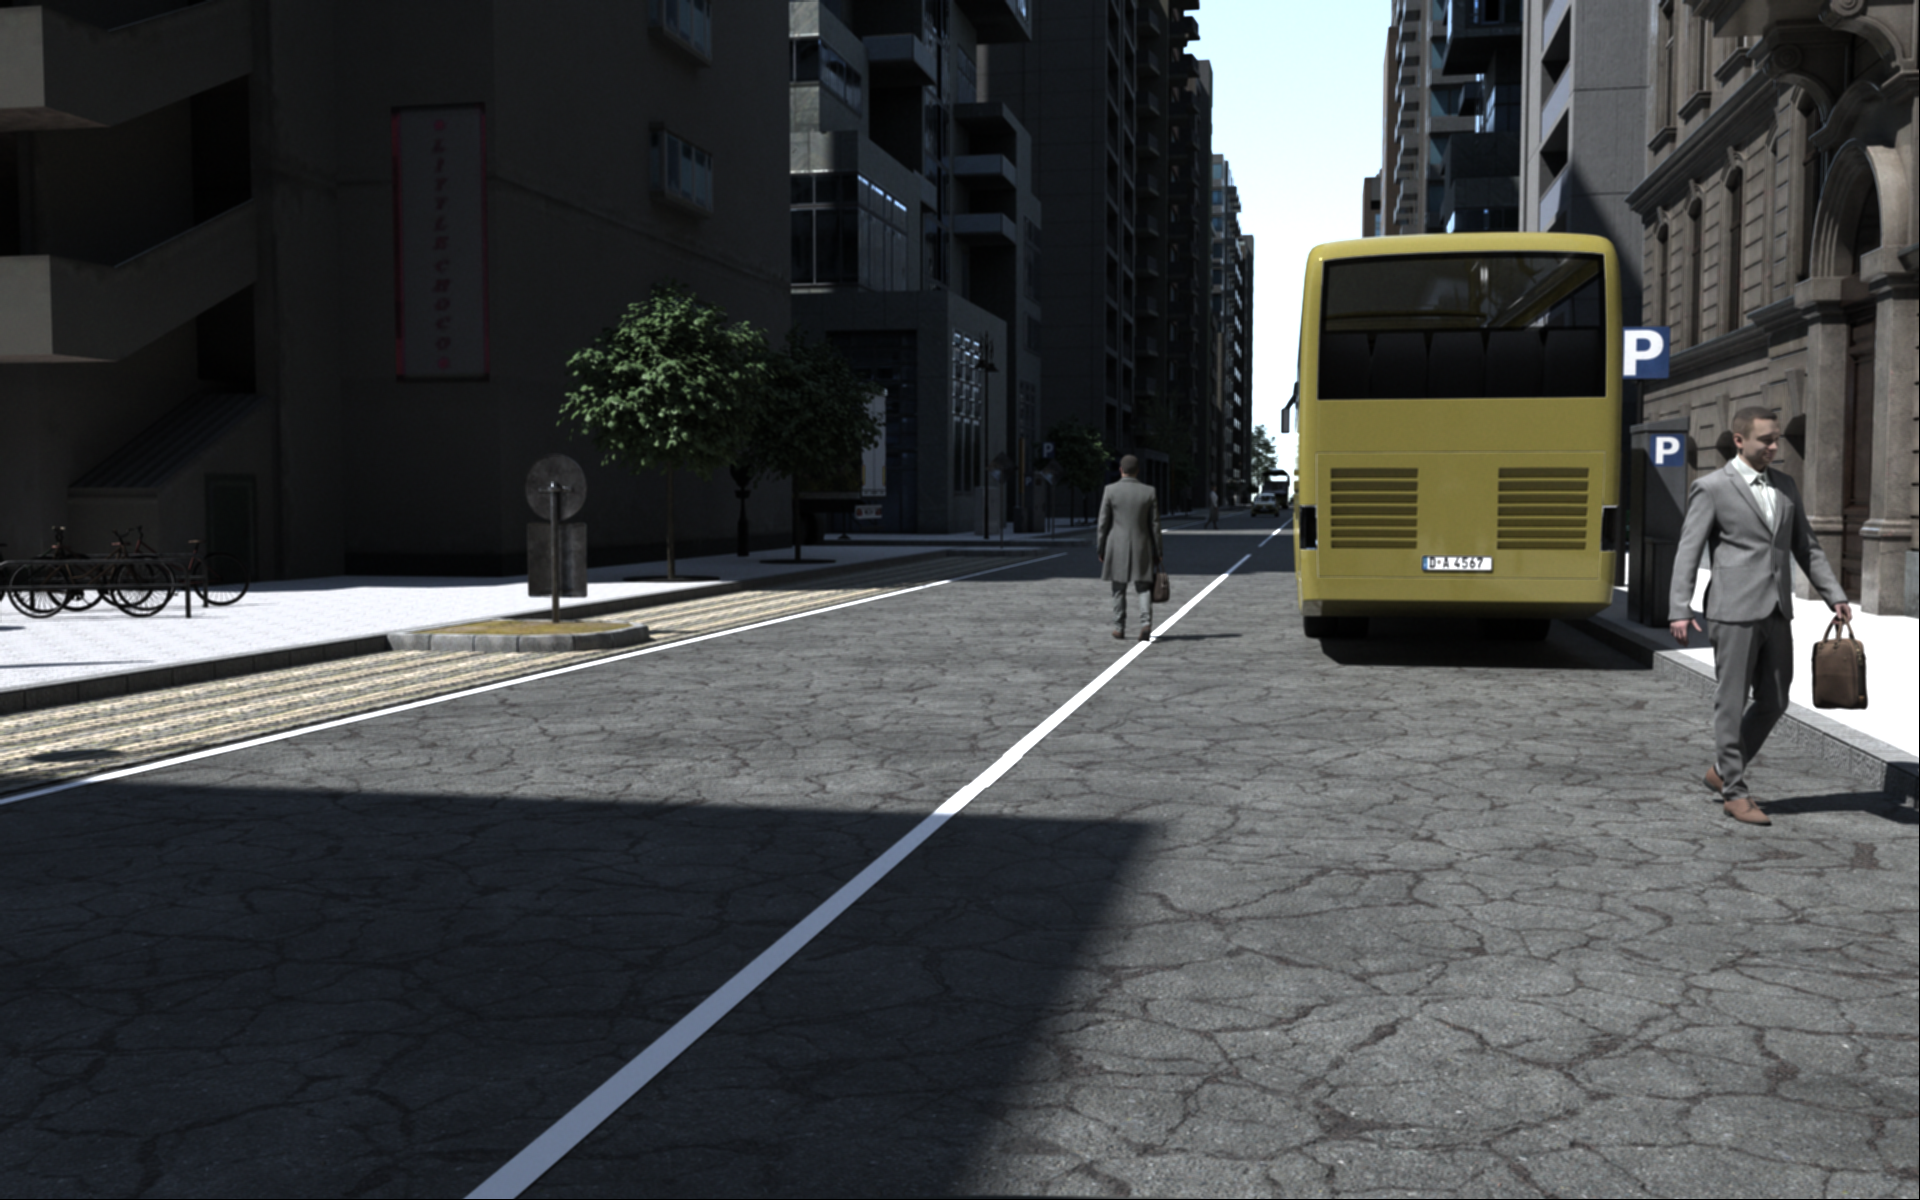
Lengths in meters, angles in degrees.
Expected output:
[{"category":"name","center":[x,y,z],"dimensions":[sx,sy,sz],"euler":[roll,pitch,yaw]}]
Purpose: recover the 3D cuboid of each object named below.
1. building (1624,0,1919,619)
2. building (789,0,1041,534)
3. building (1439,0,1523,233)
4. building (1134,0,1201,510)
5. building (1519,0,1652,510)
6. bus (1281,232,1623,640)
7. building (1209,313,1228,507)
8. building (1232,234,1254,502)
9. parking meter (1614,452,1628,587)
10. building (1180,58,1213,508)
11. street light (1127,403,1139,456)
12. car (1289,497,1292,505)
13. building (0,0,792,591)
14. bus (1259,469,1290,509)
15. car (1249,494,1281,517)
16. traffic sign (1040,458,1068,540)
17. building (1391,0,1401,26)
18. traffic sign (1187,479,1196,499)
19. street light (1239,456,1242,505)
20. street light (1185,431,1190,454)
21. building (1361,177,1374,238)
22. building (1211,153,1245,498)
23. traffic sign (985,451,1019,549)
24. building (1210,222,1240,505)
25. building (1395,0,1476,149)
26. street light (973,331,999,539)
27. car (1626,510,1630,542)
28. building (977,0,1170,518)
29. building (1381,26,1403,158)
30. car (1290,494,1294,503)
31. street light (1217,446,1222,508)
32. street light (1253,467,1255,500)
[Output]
[{"category":"building","center":[15.671,-12.160,17.906],"dimensions":[14.460,24.649,34.723],"euler":[1,4,12]},{"category":"building","center":[-8.157,-46.306,69.776],"dimensions":[22.319,86.520,31.000],"euler":[1,4,12]},{"category":"building","center":[34.472,-47.530,89.791],"dimensions":[22.319,86.520,31.000],"euler":[1,4,12]},{"category":"building","center":[7.563,-29.646,139.342],"dimensions":[22.147,44.769,28.867],"euler":[1,4,12]},{"category":"building","center":[32.462,-31.125,50.893],"dimensions":[28.212,58.520,21.231],"euler":[1,4,12]},{"category":"bus","center":[5.144,-1.737,19.940],"dimensions":[2.896,3.916,12.252],"euler":[1,4,11]},{"category":"building","center":[13.538,-20.659,182.806],"dimensions":[27.650,21.520,28.899],"euler":[1,4,12]},{"category":"building","center":[37.736,-35.655,266.554],"dimensions":[14.154,41.232,14.086],"euler":[1,4,12]},{"category":"parking meter","center":[9.014,-1.120,24.022],"dimensions":[0.399,1.863,0.255],"euler":[3,4,36]},{"category":"building","center":[15.658,-29.117,159.665],"dimensions":[14.154,41.232,14.086],"euler":[1,4,12]},{"category":"street light","center":[8.780,-7.045,87.978],"dimensions":[0.468,5.910,1.993],"euler":[1,4,12]},{"category":"car","center":[40.954,-12.858,219.022],"dimensions":[1.959,1.807,4.718],"euler":[1,4,10]},{"category":"building","center":[-16.450,-24.949,31.614],"dimensions":[21.600,48.544,21.300],"euler":[1,4,12]},{"category":"bus","center":[31.165,-10.961,170.758],"dimensions":[2.896,3.916,12.252],"euler":[1,4,12]},{"category":"car","center":[19.401,-6.105,110.045],"dimensions":[2.015,1.641,3.980],"euler":[1,4,12]},{"category":"traffic sign","center":[2.612,-2.740,48.446],"dimensions":[0.795,2.450,0.064],"euler":[1,4,12]},{"category":"building","center":[52.831,-45.286,178.672],"dimensions":[20.563,71.187,20.611],"euler":[1,4,12]},{"category":"traffic sign","center":[16.320,-7.491,122.591],"dimensions":[0.768,2.556,0.104],"euler":[1,4,17]},{"category":"street light","center":[33.315,-14.248,205.737],"dimensions":[0.468,5.910,1.993],"euler":[1,4,12]},{"category":"street light","center":[16.311,-9.255,124.107],"dimensions":[0.468,5.910,1.993],"euler":[1,4,12]},{"category":"building","center":[61.899,-35.886,236.845],"dimensions":[14.600,45.320,14.200],"euler":[1,4,12]},{"category":"building","center":[28.245,-38.286,245.581],"dimensions":[23.786,49.044,30.456],"euler":[1,4,12]},{"category":"traffic sign","center":[0.982,-2.262,40.628],"dimensions":[0.795,2.450,0.064],"euler":[1,4,12]},{"category":"building","center":[19.210,-32.294,219.892],"dimensions":[32.217,40.220,23.993],"euler":[1,4,12]},{"category":"building","center":[46.710,-31.800,139.541],"dimensions":[23.786,49.044,30.456],"euler":[1,4,12]},{"category":"street light","center":[0.754,-4.674,49.215],"dimensions":[0.468,5.910,1.993],"euler":[1,4,12]},{"category":"car","center":[18.425,-2.032,42.015],"dimensions":[4.718,1.807,1.959],"euler":[1,4,10]},{"category":"building","center":[1.981,-40.633,102.604],"dimensions":[20.563,71.187,20.611],"euler":[1,4,12]},{"category":"building","center":[46.769,-31.353,162.726],"dimensions":[14.600,45.320,14.200],"euler":[1,4,12]},{"category":"car","center":[47.960,-14.729,251.036],"dimensions":[2.015,1.641,3.980],"euler":[1,4,12]},{"category":"street light","center":[24.226,-11.585,162.201],"dimensions":[0.468,5.910,1.993],"euler":[1,4,12]},{"category":"street light","center":[41.372,-16.576,243.802],"dimensions":[0.468,5.910,1.993],"euler":[1,4,12]}]
